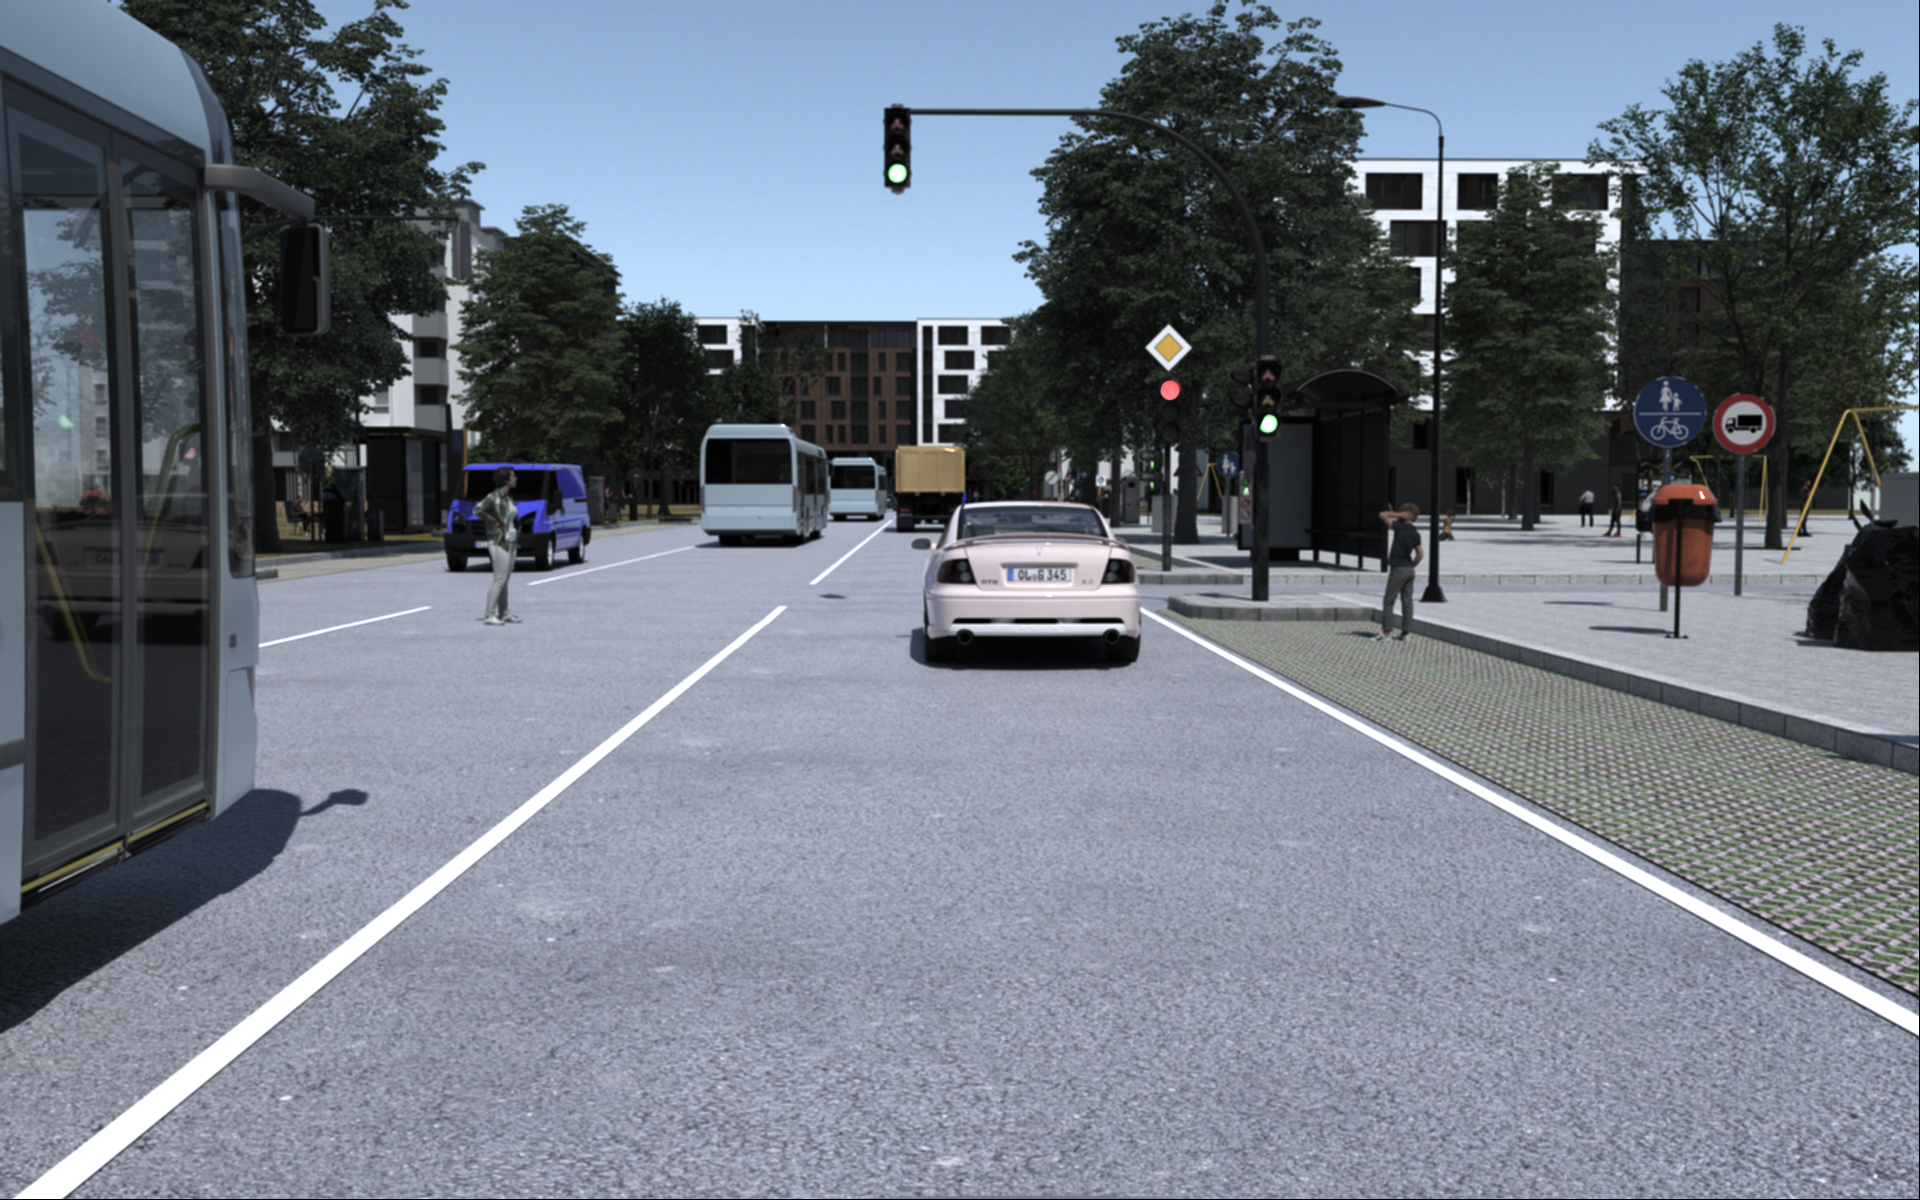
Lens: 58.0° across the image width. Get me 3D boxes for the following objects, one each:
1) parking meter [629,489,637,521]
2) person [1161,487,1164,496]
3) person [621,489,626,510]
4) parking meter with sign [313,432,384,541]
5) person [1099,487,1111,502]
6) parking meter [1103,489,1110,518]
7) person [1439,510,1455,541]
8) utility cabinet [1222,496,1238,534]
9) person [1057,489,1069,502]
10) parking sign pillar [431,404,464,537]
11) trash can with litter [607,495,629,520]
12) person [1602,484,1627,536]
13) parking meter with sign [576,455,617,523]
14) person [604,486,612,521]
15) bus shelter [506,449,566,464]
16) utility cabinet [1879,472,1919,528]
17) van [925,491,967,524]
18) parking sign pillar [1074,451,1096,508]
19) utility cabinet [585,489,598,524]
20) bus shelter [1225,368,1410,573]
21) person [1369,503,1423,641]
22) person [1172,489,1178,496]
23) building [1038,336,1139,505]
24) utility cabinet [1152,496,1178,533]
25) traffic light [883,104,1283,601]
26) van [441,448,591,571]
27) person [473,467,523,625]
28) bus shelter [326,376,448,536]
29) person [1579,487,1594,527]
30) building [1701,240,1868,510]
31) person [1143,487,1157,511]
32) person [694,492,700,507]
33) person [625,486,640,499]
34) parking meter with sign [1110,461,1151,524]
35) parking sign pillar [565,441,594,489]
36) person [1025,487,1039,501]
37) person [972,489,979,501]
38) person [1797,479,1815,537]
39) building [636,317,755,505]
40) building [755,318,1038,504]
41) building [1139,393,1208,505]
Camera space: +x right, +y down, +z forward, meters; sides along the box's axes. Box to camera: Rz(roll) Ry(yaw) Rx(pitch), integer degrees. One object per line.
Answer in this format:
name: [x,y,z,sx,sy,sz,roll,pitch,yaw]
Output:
parking meter: [-15.676,-4.567,83.084,0.372,1.533,0.369,0,3,0]
person: [8.251,-3.919,70.247,0.434,1.807,0.598,1,4,13]
person: [-27.376,-8.226,141.251,0.721,1.743,1.217,-1,4,-18]
parking meter with sign: [-16.578,-3.105,47.029,1.738,3.016,0.543,0,4,1]
person: [9.931,-6.870,119.087,0.721,1.743,1.217,-3,4,-36]
parking meter: [7.730,-5.081,91.486,0.372,1.533,0.369,0,3,0]
person: [13.245,-2.051,47.498,0.347,0.859,0.695,-3,5,-44]
utility cabinet: [8.768,-2.748,56.096,0.306,1.237,1.020,-1,4,-8]
person: [8.836,-8.642,148.053,1.217,1.743,0.721,2,4,30]
parking sign pillar: [-15.272,-3.908,52.361,1.447,3.967,1.447,-1,4,-14]
trash can with litter: [-17.421,-4.592,86.138,2.233,1.210,1.678,1,4,20]
person: [19.961,-2.744,52.783,0.662,1.594,0.647,0,4,-1]
parking meter with sign: [-16.055,-4.907,76.496,1.738,3.016,0.543,-1,4,-13]
person: [-16.692,-4.572,82.268,0.593,1.643,0.415,1,4,22]
bus shelter: [-19.657,-5.308,80.703,2.014,3.302,5.546,0,4,-1]
utility cabinet: [9.803,-0.556,17.774,0.318,1.500,1.173,1,4,9]
van: [-0.729,-4.941,85.174,2.240,2.365,5.245,0,4,-3]
parking sign pillar: [5.705,-5.526,78.816,1.447,3.967,1.447,2,4,34]
utility cabinet: [-15.877,-3.937,73.045,1.173,1.500,0.318,-1,4,-20]
bus shelter: [6.171,-2.246,30.651,2.014,3.302,5.546,0,4,-1]
person: [4.240,-0.270,16.822,0.435,1.345,0.340,-3,5,-39]
person: [10.747,-4.794,86.634,0.429,1.552,0.499,2,4,27]
building: [14.686,-21.631,210.084,11.380,20.091,16.016,0,4,-1]
utility cabinet: [6.759,-2.793,56.820,0.306,1.237,1.020,-3,5,-41]
traffic light: [1.489,-2.804,20.519,4.771,5.953,1.251,0,4,-1]
van: [-8.616,-1.805,33.895,2.240,2.365,5.245,0,4,-3]
person: [-5.086,-0.609,19.176,0.376,1.734,0.841,1,4,11]
bus shelter: [-18.093,-4.738,55.099,2.179,5.291,8.768,0,4,-1]
person: [24.367,-3.617,67.396,0.614,1.554,0.590,0,4,-7]
building: [56.474,-18.915,153.228,32.646,21.610,27.936,0,4,-1]
person: [14.375,-7.597,130.271,1.348,1.823,0.705,-2,4,-27]
person: [-25.738,-10.105,171.786,1.217,1.766,0.721,-1,4,-13]
person: [-23.233,-7.165,123.193,0.705,1.824,1.348,3,5,39]
parking meter with sign: [7.279,-4.749,73.905,1.738,3.016,0.543,-1,4,-16]
parking sign pillar: [-17.221,-5.500,78.401,1.447,3.967,1.447,1,4,23]
person: [5.330,-7.371,126.501,1.348,1.831,0.705,-3,5,-39]
person: [1.299,-8.615,149.228,0.709,1.838,0.599,-2,4,-33]
person: [25.425,-2.760,51.988,0.431,1.722,0.655,3,5,42]
building: [-40.229,-22.632,214.006,32.646,21.610,27.936,0,4,-1]
building: [-7.438,-22.711,215.292,32.646,21.610,27.936,0,4,-1]
building: [26.319,-21.575,209.163,11.380,20.091,16.016,0,4,-1]
